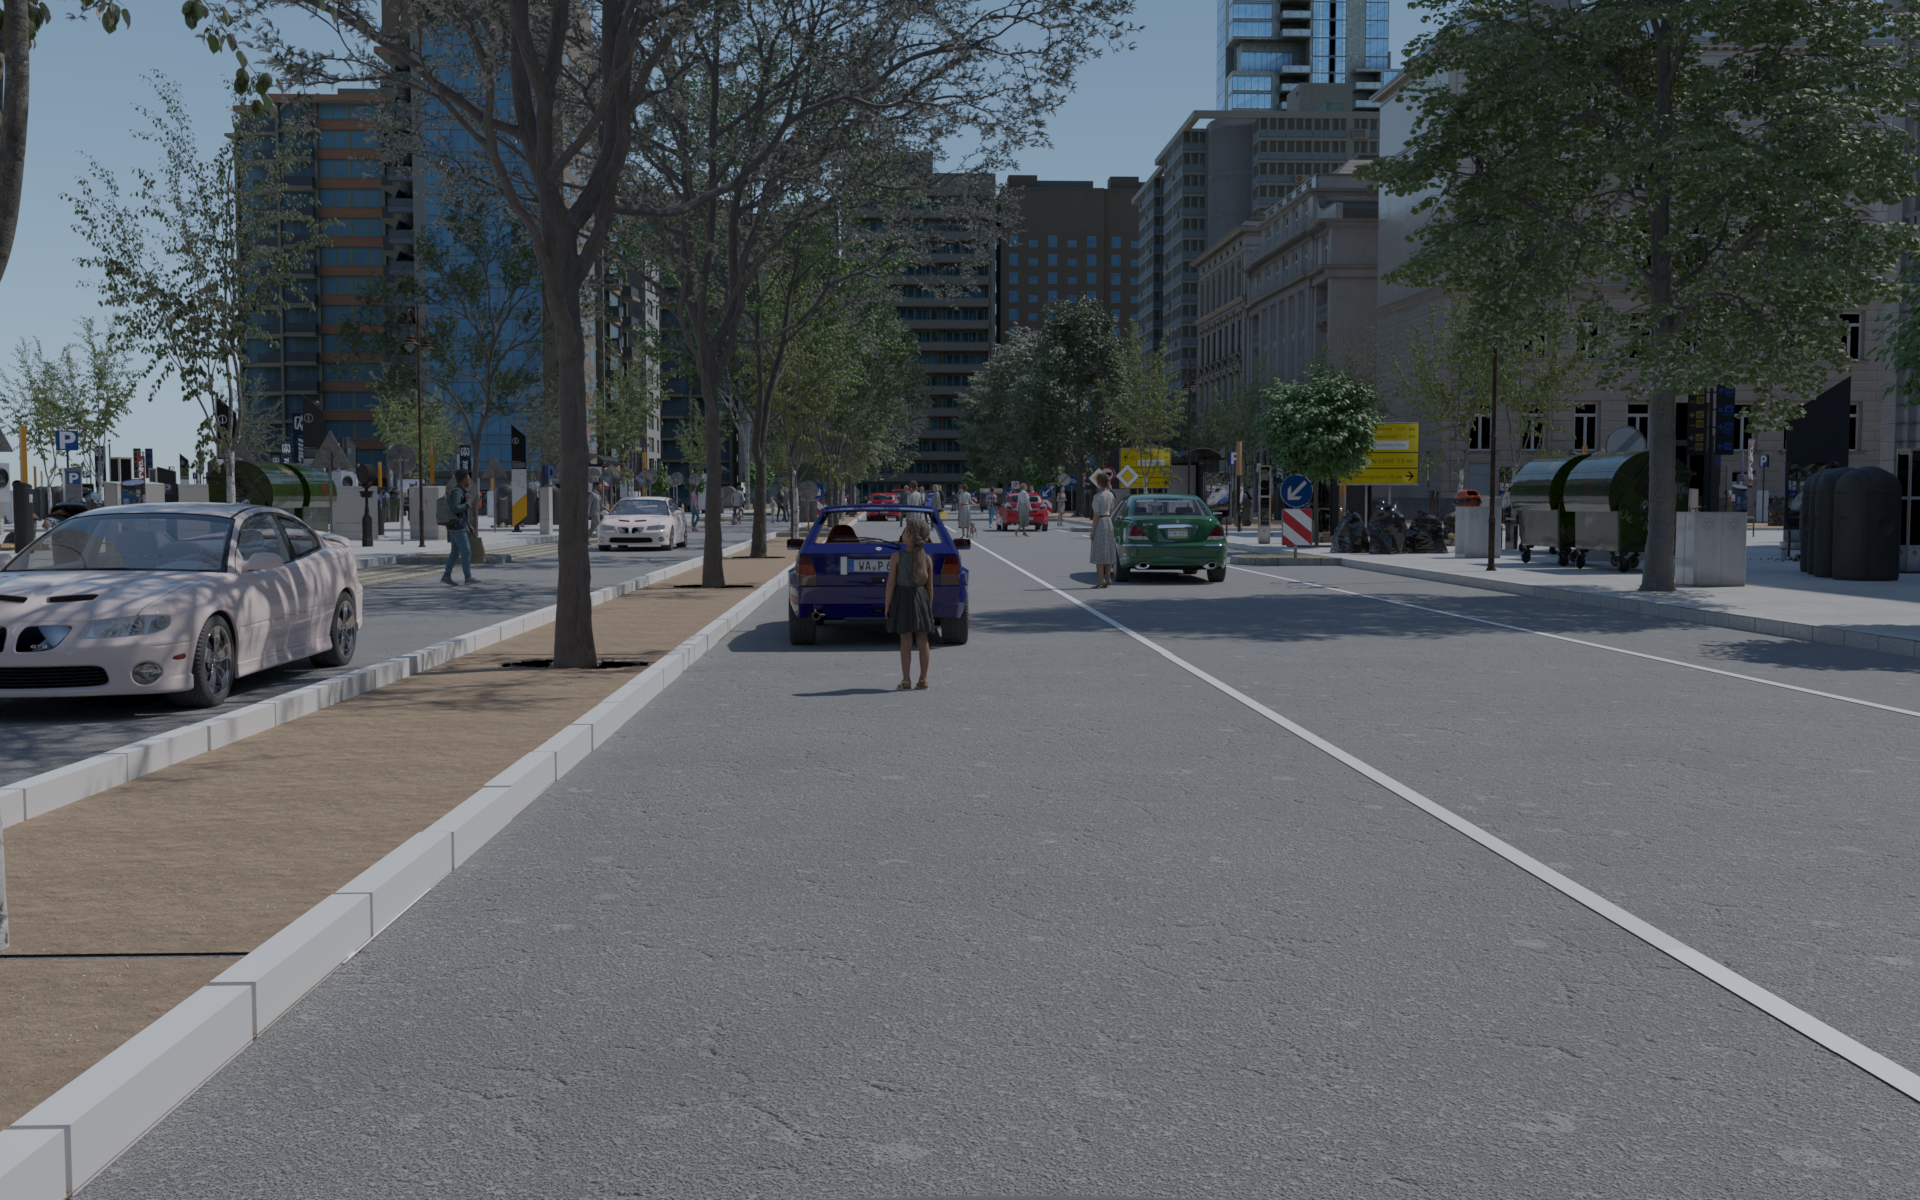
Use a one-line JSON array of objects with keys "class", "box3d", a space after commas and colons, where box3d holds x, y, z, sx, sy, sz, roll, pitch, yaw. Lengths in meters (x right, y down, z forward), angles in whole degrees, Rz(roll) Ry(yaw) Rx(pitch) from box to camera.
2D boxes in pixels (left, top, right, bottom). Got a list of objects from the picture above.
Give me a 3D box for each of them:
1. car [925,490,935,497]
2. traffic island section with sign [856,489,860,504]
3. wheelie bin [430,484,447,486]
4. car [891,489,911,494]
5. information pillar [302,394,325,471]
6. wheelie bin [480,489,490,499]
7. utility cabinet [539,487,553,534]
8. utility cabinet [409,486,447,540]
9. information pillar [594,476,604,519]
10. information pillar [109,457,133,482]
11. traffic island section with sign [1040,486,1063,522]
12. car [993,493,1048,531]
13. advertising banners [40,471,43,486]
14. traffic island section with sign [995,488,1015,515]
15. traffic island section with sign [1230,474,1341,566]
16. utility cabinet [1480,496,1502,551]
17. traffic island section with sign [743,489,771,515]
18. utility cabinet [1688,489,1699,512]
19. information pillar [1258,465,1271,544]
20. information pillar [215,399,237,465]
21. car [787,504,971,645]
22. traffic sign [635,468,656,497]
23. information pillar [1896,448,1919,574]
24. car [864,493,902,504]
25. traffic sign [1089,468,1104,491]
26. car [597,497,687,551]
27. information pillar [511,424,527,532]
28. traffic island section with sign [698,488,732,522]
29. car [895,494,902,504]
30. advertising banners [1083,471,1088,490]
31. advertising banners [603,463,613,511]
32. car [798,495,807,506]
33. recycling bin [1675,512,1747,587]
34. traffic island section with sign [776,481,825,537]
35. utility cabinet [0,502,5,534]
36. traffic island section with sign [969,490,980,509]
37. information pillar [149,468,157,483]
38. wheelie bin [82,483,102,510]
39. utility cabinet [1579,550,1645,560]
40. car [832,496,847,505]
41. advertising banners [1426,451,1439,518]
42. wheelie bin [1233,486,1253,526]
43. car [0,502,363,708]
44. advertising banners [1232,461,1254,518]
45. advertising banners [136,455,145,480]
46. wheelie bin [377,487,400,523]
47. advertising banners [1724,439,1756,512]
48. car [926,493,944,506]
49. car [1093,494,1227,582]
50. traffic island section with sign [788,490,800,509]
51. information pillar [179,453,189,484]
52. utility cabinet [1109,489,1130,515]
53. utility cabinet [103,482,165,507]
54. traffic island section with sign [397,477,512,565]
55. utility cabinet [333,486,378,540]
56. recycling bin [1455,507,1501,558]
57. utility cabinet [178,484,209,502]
[{"class": "car", "box3d": [-2.677, -9.830, 169.386, 2.281, 1.827, 5.304, 0, 4, -1]}, {"class": "traffic island section with sign", "box3d": [-8.484, -8.109, 140.721, 2.006, 1.907, 1.989, 0, 4, -2]}, {"class": "wheelie bin", "box3d": [-16.230, -2.821, 54.039, 0.980, 1.594, 0.693, 1, 4, 12]}, {"class": "car", "box3d": [-4.501, -7.650, 133.758, 2.281, 1.827, 5.304, 0, 4, 0]}, {"class": "information pillar", "box3d": [-15.148, -3.012, 40.601, 0.504, 3.616, 0.183, -1, 4, -9]}, {"class": "wheelie bin", "box3d": [-31.184, -6.472, 113.728, 0.980, 1.594, 0.693, 0, 4, 2]}, {"class": "utility cabinet", "box3d": [-13.198, -2.844, 55.174, 0.318, 1.500, 1.173, 0, 4, -8]}, {"class": "utility cabinet", "box3d": [-14.718, -2.399, 47.895, 1.173, 1.500, 0.318, 2, 4, 32]}, {"class": "information pillar", "box3d": [-14.828, -4.077, 71.152, 0.304, 2.012, 0.304, -3, 5, -45]}, {"class": "information pillar", "box3d": [-16.683, -1.835, 34.487, 0.304, 2.012, 0.304, 2, 4, 28]}, {"class": "traffic island section with sign", "box3d": [4.348, -5.038, 90.998, 1.989, 1.847, 2.006, 0, 4, -2]}, {"class": "car", "box3d": [2.406, -3.597, 67.859, 2.155, 1.783, 4.494, 0, 4, -3]}, {"class": "advertising banners", "box3d": [-70.089, -8.294, 131.786, 0.090, 3.025, 2.074, -3, 5, -43]}, {"class": "traffic island section with sign", "box3d": [3.242, -6.691, 118.018, 1.989, 1.847, 2.006, 0, 4, -2]}, {"class": "traffic island section with sign", "box3d": [6.605, -1.641, 35.453, 1.989, 1.847, 2.006, 0, 4, -2]}, {"class": "utility cabinet", "box3d": [12.158, -1.742, 39.643, 0.306, 1.237, 1.020, 0, 4, 8]}, {"class": "traffic island section with sign", "box3d": [-13.727, -6.673, 117.724, 1.989, 1.847, 2.006, 0, 4, -2]}, {"class": "utility cabinet", "box3d": [30.290, -3.852, 71.656, 0.318, 1.500, 1.173, 1, 4, 13]}, {"class": "information pillar", "box3d": [7.834, -2.452, 44.588, 0.304, 2.012, 0.304, 0, 4, 4]}, {"class": "information pillar", "box3d": [-17.500, -3.057, 41.335, 0.504, 3.616, 0.183, -3, 5, -43]}, {"class": "car", "box3d": [-0.835, -0.321, 17.834, 1.945, 1.354, 3.894, 0, 4, -3]}, {"class": "traffic sign", "box3d": [-11.919, -3.793, 65.665, 0.795, 2.450, 0.064, 0, 4, -2]}, {"class": "information pillar", "box3d": [15.347, -1.438, 28.002, 0.304, 2.012, 0.304, -1, 4, -15]}, {"class": "car", "box3d": [-4.056, -5.090, 92.265, 2.155, 1.783, 4.494, 0, 4, -1]}, {"class": "traffic sign", "box3d": [5.312, -3.835, 66.341, 0.795, 2.450, 0.064, 0, 4, -2]}, {"class": "car", "box3d": [-8.237, -2.009, 45.208, 2.083, 1.381, 4.827, 0, 4, -2]}, {"class": "information pillar", "box3d": [-14.761, -4.071, 57.921, 0.504, 3.616, 0.183, -1, 4, -15]}, {"class": "traffic island section with sign", "box3d": [-12.626, -5.012, 90.571, 1.989, 1.847, 2.006, 0, 4, -2]}, {"class": "car", "box3d": [-4.029, -5.686, 104.758, 2.131, 1.459, 4.920, 0, 4, -4]}, {"class": "advertising banners", "box3d": [9.545, -7.733, 122.622, 2.074, 3.025, 0.090, 0, 4, 4]}, {"class": "advertising banners", "box3d": [-20.236, -6.167, 97.025, 0.090, 3.025, 2.074, 1, 4, 21]}, {"class": "car", "box3d": [-16.413, -10.144, 178.434, 1.945, 1.354, 3.894, 0, 4, -3]}, {"class": "recycling bin", "box3d": [10.539, -0.720, 24.323, 0.722, 1.027, 0.722, 0, 4, 0]}, {"class": "traffic island section with sign", "box3d": [-5.137, -3.065, 58.243, 2.006, 1.907, 1.989, 0, 4, -2]}, {"class": "utility cabinet", "box3d": [-30.355, -2.808, 54.594, 0.318, 1.500, 1.173, -2, 4, -24]}, {"class": "traffic island section with sign", "box3d": [1.208, -9.753, 168.090, 1.989, 1.847, 2.006, 0, 4, -2]}, {"class": "information pillar", "box3d": [-22.798, -2.736, 49.221, 0.304, 2.012, 0.304, 2, 4, 27]}, {"class": "wheelie bin", "box3d": [-25.876, -2.644, 51.131, 0.980, 1.594, 0.693, -2, 4, -26]}, {"class": "utility cabinet", "box3d": [12.489, -1.499, 33.187, 1.173, 1.500, 0.318, 0, 4, 6]}, {"class": "car", "box3d": [-14.010, -11.658, 202.966, 2.083, 1.381, 4.827, 0, 4, -4]}, {"class": "advertising banners", "box3d": [19.071, -4.512, 69.958, 0.090, 3.025, 2.074, 0, 4, 2]}, {"class": "wheelie bin", "box3d": [11.258, -3.736, 68.999, 0.693, 1.594, 0.980, 0, 4, -6]}, {"class": "car", "box3d": [-5.978, -0.044, 13.080, 2.083, 1.381, 4.827, 0, 4, -3]}, {"class": "advertising banners", "box3d": [14.507, -5.813, 91.232, 2.074, 3.025, 0.090, -1, 4, -13]}, {"class": "advertising banners", "box3d": [-37.044, -5.100, 79.569, 0.090, 3.025, 2.074, 1, 4, 17]}, {"class": "wheelie bin", "box3d": [-25.892, -4.349, 79.014, 0.693, 1.594, 0.980, 0, 4, 7]}, {"class": "advertising banners", "box3d": [24.515, -3.562, 54.427, 2.074, 3.025, 0.090, -3, 5, -42]}, {"class": "car", "box3d": [-2.294, -8.812, 153.660, 1.945, 1.707, 3.694, 0, 4, -3]}, {"class": "car", "box3d": [3.397, -1.095, 29.701, 2.131, 1.459, 4.920, 0, 4, -1]}, {"class": "traffic island section with sign", "box3d": [-15.756, -9.732, 167.740, 1.989, 1.847, 2.006, 0, 4, -2]}, {"class": "information pillar", "box3d": [-44.167, -6.561, 98.632, 0.504, 3.616, 0.183, -1, 4, -20]}, {"class": "utility cabinet", "box3d": [7.296, -4.384, 80.354, 1.173, 1.500, 0.318, -1, 4, -22]}, {"class": "utility cabinet", "box3d": [-14.869, -1.381, 31.255, 0.318, 1.500, 1.173, 1, 4, 16]}, {"class": "traffic island section with sign", "box3d": [-10.408, -1.668, 35.894, 1.989, 1.847, 2.006, 0, 4, -2]}, {"class": "utility cabinet", "box3d": [-16.792, -2.411, 48.101, 1.173, 1.500, 0.318, -1, 4, -19]}, {"class": "recycling bin", "box3d": [10.445, -1.369, 34.931, 0.722, 1.027, 0.722, 0, 4, -2]}, {"class": "utility cabinet", "box3d": [-17.183, -1.818, 38.411, 0.318, 1.500, 1.173, 3, 5, 43]}]
